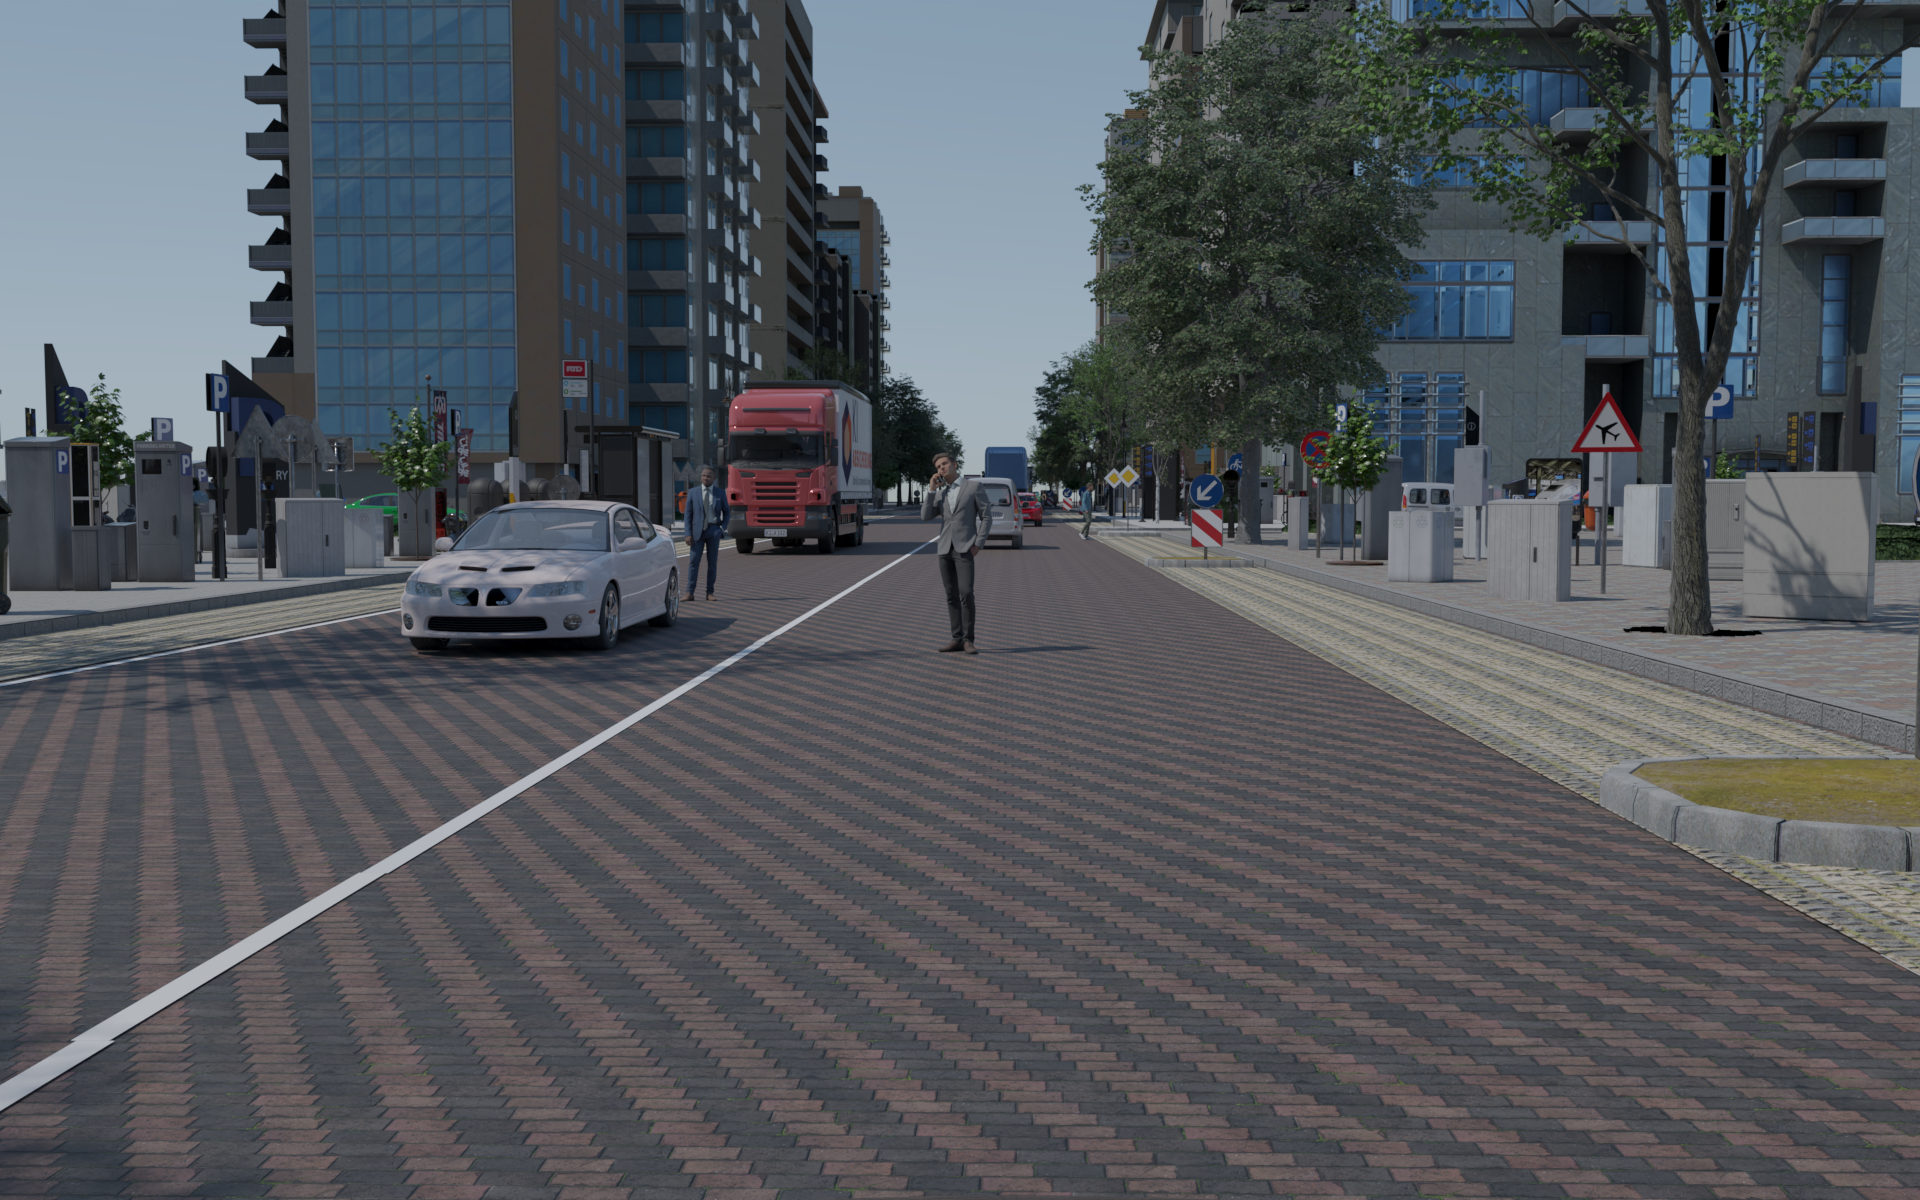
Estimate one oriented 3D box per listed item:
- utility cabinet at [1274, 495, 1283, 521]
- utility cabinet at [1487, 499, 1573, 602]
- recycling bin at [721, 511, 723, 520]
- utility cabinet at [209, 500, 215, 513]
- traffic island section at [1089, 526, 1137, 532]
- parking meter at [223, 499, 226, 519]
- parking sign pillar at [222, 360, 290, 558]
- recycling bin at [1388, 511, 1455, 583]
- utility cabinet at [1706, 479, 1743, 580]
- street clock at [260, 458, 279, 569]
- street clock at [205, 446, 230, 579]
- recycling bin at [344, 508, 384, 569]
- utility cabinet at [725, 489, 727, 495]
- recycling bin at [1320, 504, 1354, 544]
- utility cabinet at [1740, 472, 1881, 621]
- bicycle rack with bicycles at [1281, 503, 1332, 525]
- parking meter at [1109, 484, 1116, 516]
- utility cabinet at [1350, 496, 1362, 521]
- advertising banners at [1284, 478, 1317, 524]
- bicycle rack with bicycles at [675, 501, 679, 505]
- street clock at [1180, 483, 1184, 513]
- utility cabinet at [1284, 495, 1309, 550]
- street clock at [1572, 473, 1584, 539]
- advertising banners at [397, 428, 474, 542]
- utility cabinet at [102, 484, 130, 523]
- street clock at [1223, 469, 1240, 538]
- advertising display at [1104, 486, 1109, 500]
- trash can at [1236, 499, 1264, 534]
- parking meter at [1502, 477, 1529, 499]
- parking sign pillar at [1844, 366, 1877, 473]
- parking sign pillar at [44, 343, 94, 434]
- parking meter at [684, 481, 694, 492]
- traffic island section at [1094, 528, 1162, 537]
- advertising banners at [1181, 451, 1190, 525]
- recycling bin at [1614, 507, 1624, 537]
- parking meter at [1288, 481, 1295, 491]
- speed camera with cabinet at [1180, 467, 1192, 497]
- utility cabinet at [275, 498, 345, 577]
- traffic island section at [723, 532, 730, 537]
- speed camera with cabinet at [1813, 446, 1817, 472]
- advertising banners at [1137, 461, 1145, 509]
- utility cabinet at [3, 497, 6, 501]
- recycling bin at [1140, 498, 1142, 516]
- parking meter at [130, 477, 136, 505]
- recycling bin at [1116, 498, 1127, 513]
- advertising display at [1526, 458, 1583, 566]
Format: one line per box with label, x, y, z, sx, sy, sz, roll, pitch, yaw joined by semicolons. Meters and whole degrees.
utility cabinet;15.714;-4.408;83.235;0.306;1.237;1.020;-3;4;-36
utility cabinet;6.909;-0.605;21.051;0.306;1.237;1.020;-3;4;-36
recycling bin;-10.019;-3.669;72.543;0.722;1.027;0.722;2;4;29
utility cabinet;-25.529;-2.923;58.960;0.306;1.237;1.020;-2;4;-32
traffic island section;5.981;-2.739;67.063;2.009;0.180;2.903;0;4;2
parking meter;-38.059;-5.130;89.590;0.255;1.863;0.399;3;4;38
parking sign pillar;-14.283;-2.864;35.295;1.447;3.967;1.447;3;4;36
recycling bin;6.760;-0.785;25.383;0.722;1.027;0.722;3;5;41
utility cabinet;11.367;-1.039;25.667;1.173;1.500;0.318;1;4;15
street clock;-11.881;-1.542;29.782;0.358;2.002;0.471;-2;4;-25
street clock;-11.260;-1.328;26.281;0.358;2.002;0.471;-2;4;-35
recycling bin;-10.477;-1.077;30.162;0.722;1.027;0.722;0;4;-6
utility cabinet;-9.872;-4.199;77.330;1.173;1.500;0.318;0;4;-1
recycling bin;9.831;-1.997;45.201;0.722;1.027;0.722;-1;4;-22
utility cabinet;8.670;-0.551;17.682;1.173;1.500;0.318;3;5;39
bicycle rack with bicycles;14.141;-3.359;68.298;2.925;0.926;2.852;0;4;6
parking meter;8.866;-5.812;100.731;0.255;1.863;0.399;3;5;44
utility cabinet;16.351;-3.612;70.215;1.020;1.237;0.306;0;4;-1
advertising banners;14.378;-4.676;72.636;0.090;3.025;2.074;-2;4;-33
bicycle rack with bicycles;-14.099;-4.658;89.537;2.852;0.926;2.925;-1;4;-16
street clock;14.977;-6.938;118.007;0.358;2.002;0.471;-3;5;-42
utility cabinet;7.787;-1.758;39.902;0.306;1.237;1.020;1;4;22
street clock;17.443;-2.727;49.150;0.471;2.002;0.358;2;4;24
advertising banners;-13.784;-3.021;45.586;2.074;3.025;0.090;-3;4;-36
utility cabinet;-19.248;-1.872;39.289;1.173;1.500;0.318;3;5;39
street clock;7.905;-2.806;50.447;0.471;2.002;0.358;1;4;19
advertising display;12.168;-8.366;141.994;0.123;1.923;0.974;-2;4;-34
trash can;7.913;-2.182;47.328;0.748;1.137;0.748;0;3;0
parking meter;8.116;-1.035;25.341;0.372;1.533;0.369;0;3;0
parking sign pillar;19.200;-2.969;37.008;1.447;3.967;1.447;1;4;21
parking sign pillar;-16.296;-2.644;31.700;1.447;3.967;1.447;-1;4;-13
parking meter;-12.172;-4.415;77.891;0.399;1.863;0.255;-2;4;-30
traffic island section;5.748;-2.251;59.082;2.009;0.180;2.903;0;4;2
advertising banners;9.418;-4.633;71.940;0.090;3.025;2.074;1;4;21
recycling bin;19.943;-2.392;51.669;0.722;1.027;0.722;1;4;12
parking meter;14.469;-4.276;75.630;0.255;1.863;0.399;1;4;19
speed camera with cabinet;15.661;-7.952;124.347;2.038;3.252;0.660;-2;4;-31
utility cabinet;-10.153;-0.975;27.105;0.306;1.237;1.020;3;4;37
traffic island section;-7.187;-2.274;59.463;2.009;0.180;2.903;0;4;2
speed camera with cabinet;35.230;-4.651;70.376;0.660;3.252;2.038;0;4;3
advertising banners;9.911;-5.838;91.641;0.090;3.025;2.074;-2;4;-26
utility cabinet;-19.572;-1.531;36.198;0.306;1.237;1.020;0;4;1
recycling bin;11.064;-5.475;102.069;0.722;1.027;0.722;-2;4;-25
parking meter;-21.786;-2.436;45.546;0.255;1.863;0.399;-2;4;-28
recycling bin;11.081;-6.475;118.414;0.722;1.027;0.722;-1;4;-10
advertising display;10.627;-1.578;31.017;0.974;1.923;0.123;1;4;21
